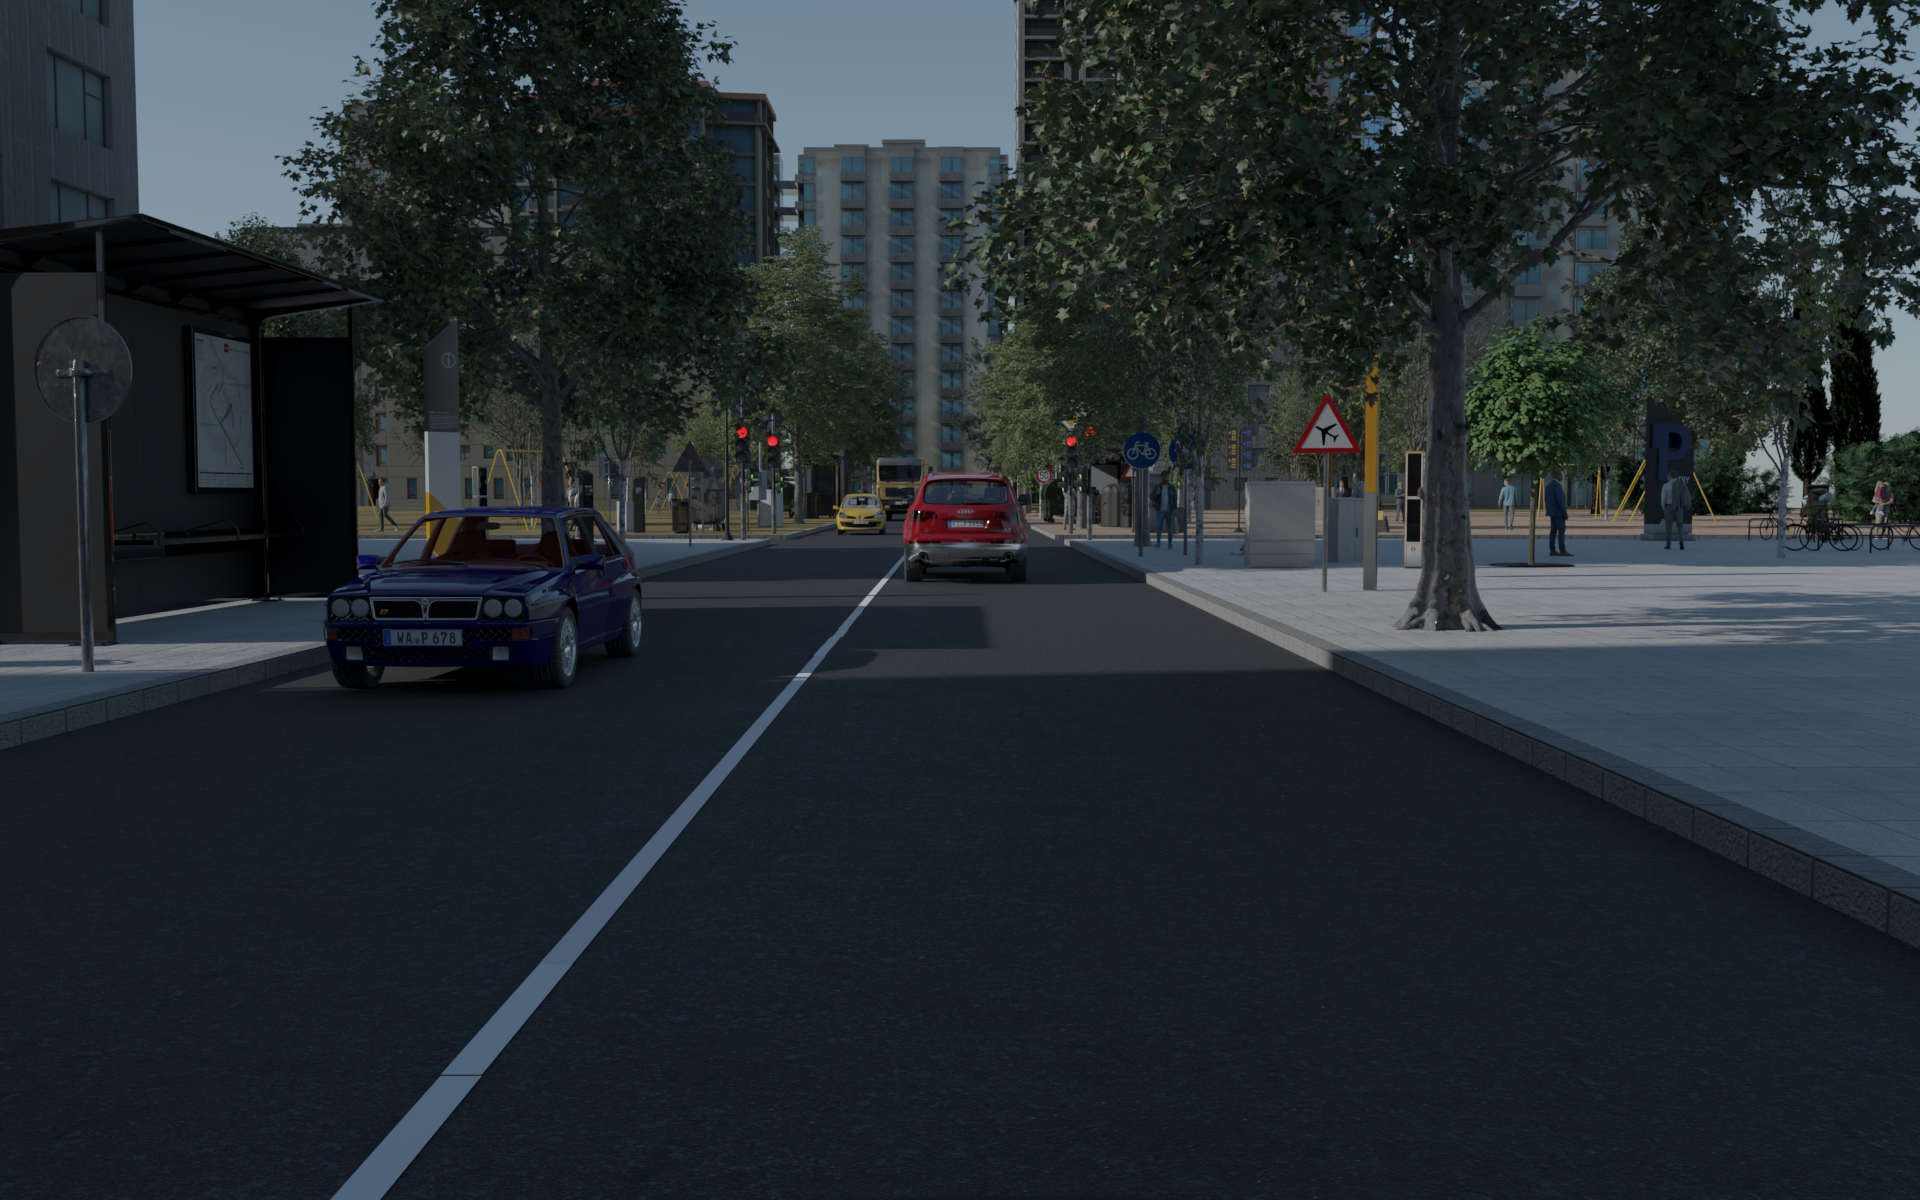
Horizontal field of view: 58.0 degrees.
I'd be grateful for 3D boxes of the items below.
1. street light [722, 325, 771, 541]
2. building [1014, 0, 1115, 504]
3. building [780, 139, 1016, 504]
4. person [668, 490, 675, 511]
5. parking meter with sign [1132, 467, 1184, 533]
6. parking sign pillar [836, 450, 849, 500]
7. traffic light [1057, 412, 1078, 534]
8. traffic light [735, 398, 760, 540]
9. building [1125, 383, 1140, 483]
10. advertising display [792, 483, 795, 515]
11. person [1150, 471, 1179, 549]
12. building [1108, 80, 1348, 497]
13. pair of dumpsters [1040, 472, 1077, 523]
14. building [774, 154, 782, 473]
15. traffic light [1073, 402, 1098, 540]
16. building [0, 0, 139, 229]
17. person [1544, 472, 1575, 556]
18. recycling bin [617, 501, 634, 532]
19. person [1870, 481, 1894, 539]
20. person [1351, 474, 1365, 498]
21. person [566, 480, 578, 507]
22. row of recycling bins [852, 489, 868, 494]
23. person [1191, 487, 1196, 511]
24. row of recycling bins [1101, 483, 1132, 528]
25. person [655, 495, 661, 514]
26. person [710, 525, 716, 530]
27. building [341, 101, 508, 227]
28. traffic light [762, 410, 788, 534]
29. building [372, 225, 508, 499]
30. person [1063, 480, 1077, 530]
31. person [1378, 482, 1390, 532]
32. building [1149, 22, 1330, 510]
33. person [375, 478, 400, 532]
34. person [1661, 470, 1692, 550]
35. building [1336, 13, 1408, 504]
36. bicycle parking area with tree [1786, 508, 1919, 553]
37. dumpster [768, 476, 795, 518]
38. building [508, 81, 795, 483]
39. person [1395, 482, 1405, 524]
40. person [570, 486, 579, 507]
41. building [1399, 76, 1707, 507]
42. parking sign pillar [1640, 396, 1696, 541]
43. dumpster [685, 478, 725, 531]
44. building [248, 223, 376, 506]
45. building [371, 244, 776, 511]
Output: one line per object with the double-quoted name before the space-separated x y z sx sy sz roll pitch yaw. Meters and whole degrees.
"street light" -5.902 -4.604 47.819 1.470 5.913 1.316 0 3 0
"building" 17.879 -48.702 234.525 20.611 71.187 20.563 0 3 0
"building" -7.655 -37.731 236.513 30.456 49.044 23.786 0 3 0
"person" -21.639 -7.449 129.644 0.589 1.601 0.330 1 4 18
"parking meter with sign" 6.527 -3.722 57.115 1.738 3.016 0.543 0 4 -4
"parking sign pillar" -7.026 -6.796 99.580 1.447 3.967 1.447 3 4 37
"traffic light" 3.566 -4.099 55.935 0.839 4.253 0.868 0 3 0
"traffic light" -5.989 -3.609 47.927 0.839 4.253 0.868 0 3 0
"building" 21.998 -23.671 158.728 14.160 30.474 14.107 0 3 0
"advertising display" -10.032 -6.118 105.235 0.123 1.923 0.974 3 5 45
"person" 4.760 -2.068 39.844 0.794 1.824 0.713 1 4 23
"building" 26.942 -34.300 180.405 23.786 49.044 30.456 0 3 0
"pair of dumpsters" 4.504 -4.641 78.381 1.574 2.255 4.437 0 3 0
"building" -38.111 -37.722 236.357 30.456 49.044 23.786 0 3 0
"traffic light" 3.572 -3.610 47.950 0.839 4.253 0.868 0 3 0
"building" -24.641 -21.342 32.531 14.086 41.232 14.154 0 3 0
"person" 12.386 -1.817 35.926 0.419 1.800 0.721 -1 4 -15
"recycling bin" -11.220 -2.843 59.035 0.722 1.027 0.722 -3 4 -38
"person" 28.195 -2.723 52.990 0.580 1.828 0.573 -3 4 -37
"person" 10.561 -2.429 45.886 0.709 1.813 0.853 -3 5 -43
"person" -13.266 -3.222 59.123 0.661 1.777 0.834 1 4 21
"row of recycling bins" -8.583 -7.463 129.137 3.534 1.692 1.069 -1 4 -16
"person" 17.164 -7.392 126.879 0.713 1.824 0.794 2 4 28
"row of recycling bins" 6.466 -3.623 66.354 1.069 1.692 3.534 -2 4 -24
"person" -19.921 -6.295 113.981 0.505 1.210 0.382 2 4 35
"person" -8.772 -3.106 61.515 0.332 1.250 0.352 0 4 1
"building" -67.603 -39.782 239.675 27.495 52.752 28.713 0 3 0
"traffic light" -5.995 -4.097 55.912 0.839 4.253 0.868 0 3 0
"building" -54.337 -25.525 189.030 14.107 30.474 14.160 0 3 0
"person" 3.948 -3.416 62.075 0.511 1.800 0.466 1 4 19
"person" 13.903 -3.122 57.306 0.699 1.804 1.509 2 4 35
"building" 22.423 -28.180 144.330 14.154 41.232 14.086 0 3 0
"person" -19.568 -3.254 59.100 0.795 1.843 0.661 -2 4 -29
"person" 16.529 -2.070 39.988 0.679 1.850 0.850 0 4 4
"building" 43.684 -56.388 234.619 31.000 86.520 22.319 0 3 0
"bicycle parking area with tree" 22.874 -3.013 36.263 9.016 4.147 8.231 0 4 4
"dumpster" -9.587 -5.577 93.674 1.502 2.255 1.985 0 3 0
"building" -32.537 -32.391 184.224 28.867 44.769 22.147 0 3 0
"person" 19.095 -4.192 74.752 0.661 1.801 0.590 -3 4 -38
"person" -10.463 -2.387 47.668 0.523 1.515 0.503 -2 4 -29
"building" 63.334 -34.502 183.710 30.456 49.044 23.786 0 3 0
"parking sign pillar" 19.576 -3.628 47.785 1.447 3.967 1.447 -1 4 -19
"dumpster" -8.791 -3.318 60.009 1.264 1.857 1.865 0 3 0
"building" -68.444 -25.509 188.765 14.107 30.474 14.160 0 3 0
"building" -30.918 -18.438 146.501 27.650 21.520 28.899 0 3 0
